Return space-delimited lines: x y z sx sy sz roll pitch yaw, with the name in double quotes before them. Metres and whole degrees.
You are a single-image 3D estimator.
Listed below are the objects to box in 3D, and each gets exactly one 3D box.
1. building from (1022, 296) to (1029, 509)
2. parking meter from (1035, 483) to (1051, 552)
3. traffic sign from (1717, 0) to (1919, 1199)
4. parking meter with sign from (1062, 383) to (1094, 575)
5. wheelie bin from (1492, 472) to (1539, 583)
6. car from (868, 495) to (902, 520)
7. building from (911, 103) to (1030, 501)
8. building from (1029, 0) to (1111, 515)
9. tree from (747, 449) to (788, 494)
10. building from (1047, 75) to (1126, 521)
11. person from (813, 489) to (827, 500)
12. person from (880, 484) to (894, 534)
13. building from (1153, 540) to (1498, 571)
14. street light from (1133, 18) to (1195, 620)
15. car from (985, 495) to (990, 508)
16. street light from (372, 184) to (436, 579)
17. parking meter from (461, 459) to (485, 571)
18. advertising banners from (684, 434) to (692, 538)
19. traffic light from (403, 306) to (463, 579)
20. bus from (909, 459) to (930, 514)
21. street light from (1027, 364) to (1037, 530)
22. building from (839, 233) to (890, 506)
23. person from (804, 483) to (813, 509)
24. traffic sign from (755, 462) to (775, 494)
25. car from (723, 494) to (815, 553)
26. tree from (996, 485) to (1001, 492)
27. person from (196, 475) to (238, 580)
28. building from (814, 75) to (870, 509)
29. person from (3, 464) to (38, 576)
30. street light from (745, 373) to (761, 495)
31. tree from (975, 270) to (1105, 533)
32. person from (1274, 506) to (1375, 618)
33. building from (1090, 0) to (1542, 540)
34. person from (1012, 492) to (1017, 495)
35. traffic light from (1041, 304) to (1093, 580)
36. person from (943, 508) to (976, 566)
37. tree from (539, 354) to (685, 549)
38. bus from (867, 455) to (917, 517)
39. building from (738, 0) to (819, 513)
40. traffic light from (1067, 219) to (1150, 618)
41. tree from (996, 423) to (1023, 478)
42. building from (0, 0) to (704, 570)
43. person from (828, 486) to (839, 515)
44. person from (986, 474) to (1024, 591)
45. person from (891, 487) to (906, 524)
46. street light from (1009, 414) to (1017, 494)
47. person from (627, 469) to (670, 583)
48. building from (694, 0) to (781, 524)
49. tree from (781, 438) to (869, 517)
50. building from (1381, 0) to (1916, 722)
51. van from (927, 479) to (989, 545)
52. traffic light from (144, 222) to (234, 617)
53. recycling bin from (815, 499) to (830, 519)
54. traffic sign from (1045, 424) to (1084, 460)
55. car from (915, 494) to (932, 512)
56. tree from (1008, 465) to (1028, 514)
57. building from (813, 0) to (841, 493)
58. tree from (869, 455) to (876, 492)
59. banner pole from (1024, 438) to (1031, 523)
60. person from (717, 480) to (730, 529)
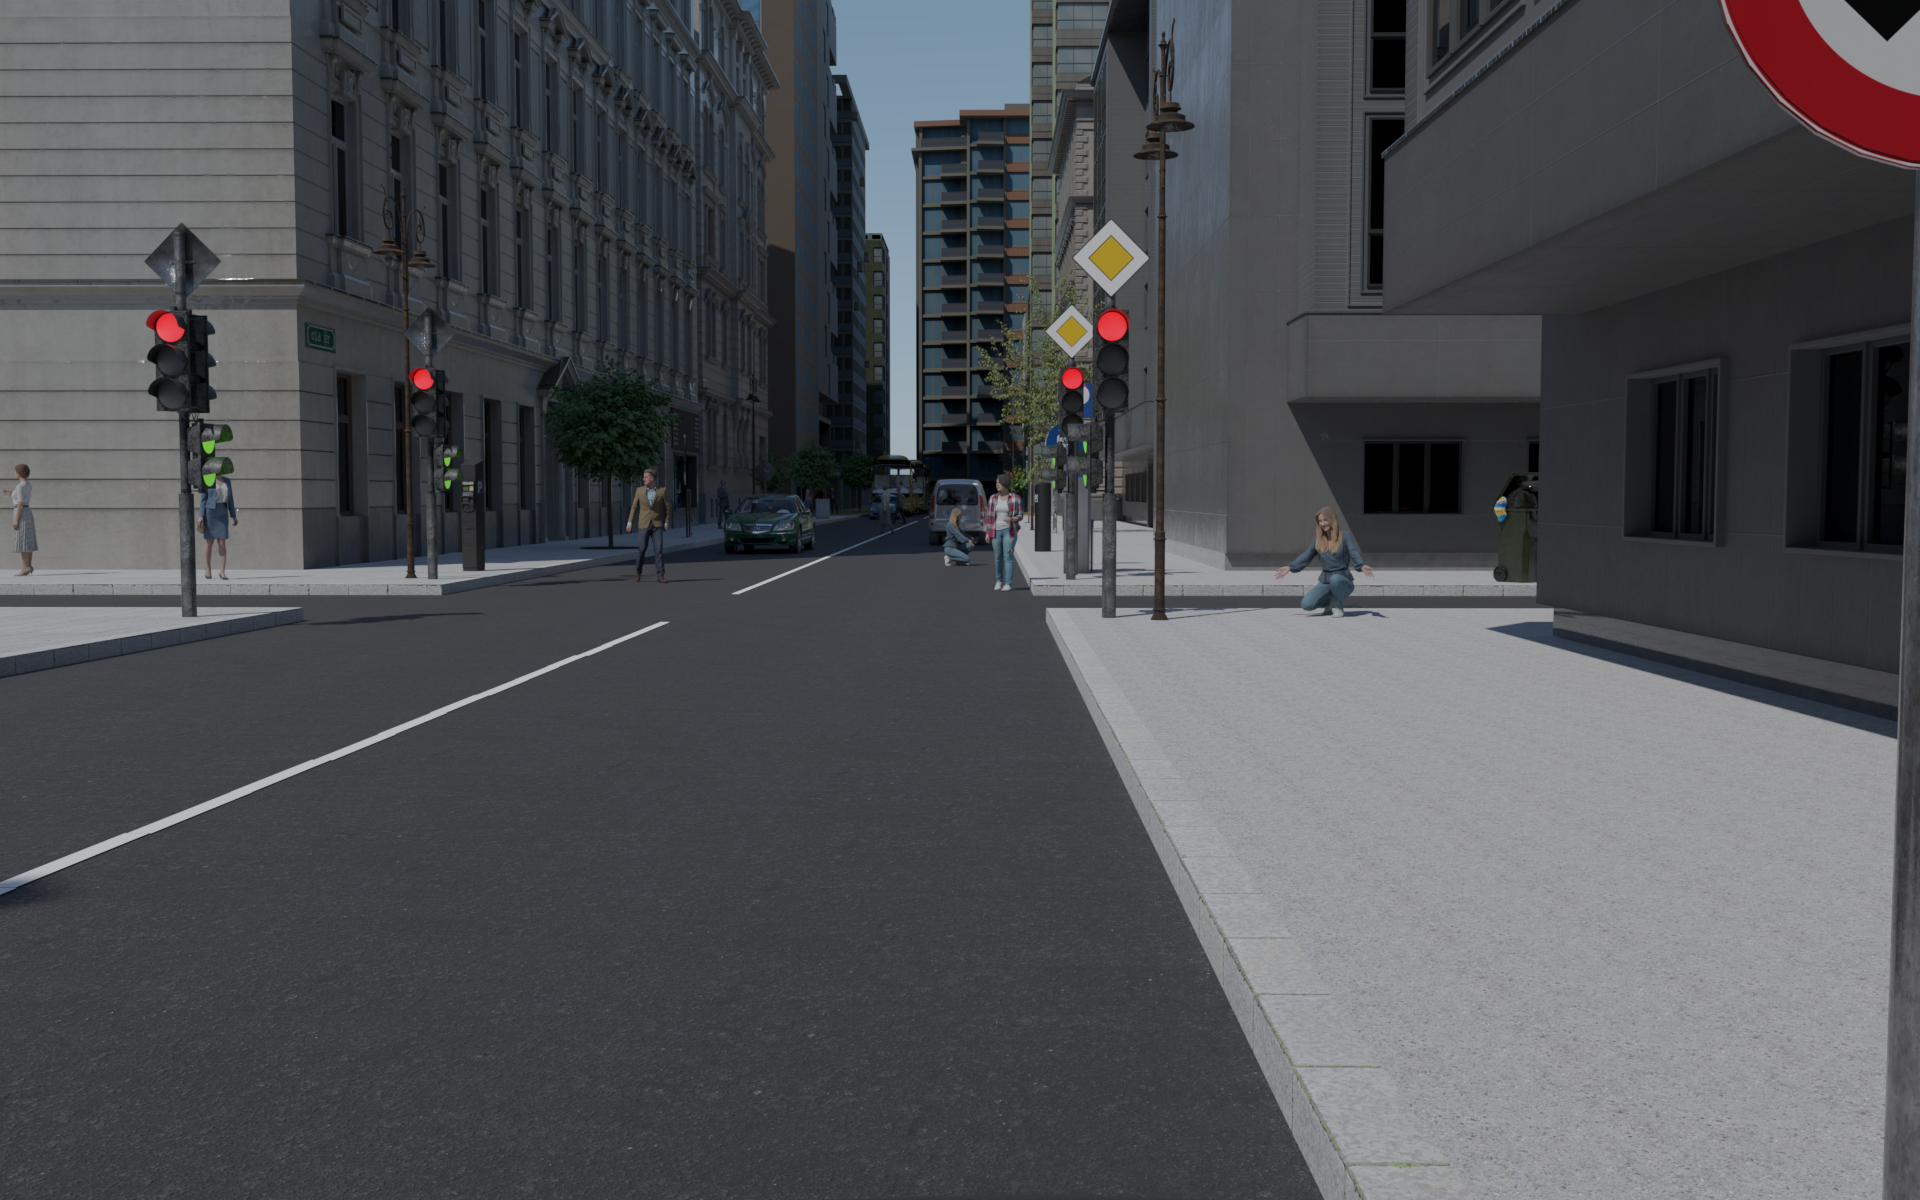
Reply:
"building" 19.913 -19.242 159.644 27.650 21.520 28.899 0 4 1
"parking meter" 1.847 -1.844 38.566 0.372 1.533 0.369 0 3 0
"traffic sign" 1.569 -0.164 2.790 0.768 2.556 0.104 0 4 6
"parking meter with sign" 1.932 -1.947 28.087 0.543 3.016 1.738 0 4 7
"wheelie bin" 8.247 -1.060 25.243 0.980 1.594 0.693 -2 4 -33
"car" -4.200 -5.276 98.271 2.014 1.417 4.499 0 4 0
"building" 7.570 -33.182 197.155 28.867 44.769 22.147 0 4 1
"building" 11.934 -26.903 123.465 14.154 41.232 14.086 0 4 1
"tree" -8.084 -4.866 74.160 1.663 3.219 1.824 0 3 0
"building" 10.415 -16.033 91.014 11.050 23.489 19.941 0 4 1
"person" -8.354 -5.976 103.707 0.705 1.831 1.348 -3 5 -41
"person" -2.632 -3.276 62.287 0.641 1.798 0.478 3 5 44
"building" 19.407 -13.104 33.312 30.058 24.678 14.314 0 4 1
"street light" 2.034 -2.734 17.485 0.468 5.910 1.993 0 4 1
"car" 1.388 -7.822 136.692 1.959 1.807 4.718 0 4 2
"street light" -8.362 -3.267 26.211 0.468 5.910 1.993 0 4 1
"parking meter" -8.116 -1.416 28.855 0.255 1.863 0.399 1 4 10
"advertising banners" -8.064 -3.367 51.232 0.090 3.025 2.074 0 4 -4
"traffic light" -7.920 -2.265 25.961 0.839 4.253 0.868 0 4 1
"bus" -3.636 -8.244 126.334 2.896 3.916 12.252 0 4 1
"street light" 2.553 -5.402 61.118 0.468 5.910 1.993 0 4 1
"building" -15.017 -25.790 193.367 14.107 30.474 14.160 0 4 1
"person" -7.548 -4.912 86.356 0.388 1.821 0.555 1 4 23
"traffic sign" -7.666 -4.154 68.032 0.768 2.556 0.104 0 4 4
"car" -4.727 -1.933 43.408 2.131 1.459 4.920 0 4 2
"tree" 4.423 -10.650 168.727 1.663 3.219 1.824 0 3 0
"person" -11.170 -1.221 26.031 0.581 1.822 0.654 -2 4 -30
"building" -20.622 -28.569 158.987 23.993 40.220 32.217 0 4 1
"person" -14.741 -1.253 27.099 0.524 1.755 0.480 -1 4 -11
"street light" -7.850 -5.693 65.869 0.468 5.910 1.993 0 4 1
"tree" 2.867 -6.487 56.423 4.737 8.622 4.395 0 3 0
"person" 3.901 -0.397 18.039 1.012 1.151 0.738 3 5 40
"building" 12.929 -15.102 65.986 14.314 24.678 30.058 0 4 1
"person" 4.450 -8.448 145.111 0.756 1.711 0.436 -2 4 -35
"traffic light" 1.641 -2.258 25.841 0.839 4.253 0.868 0 4 1
"person" 0.057 -1.264 34.666 0.738 1.151 1.012 1 4 16
"tree" -8.156 -3.488 40.738 4.285 4.588 4.351 0 3 0
"bus" -4.226 -7.375 112.123 2.896 3.916 12.252 0 3 0
"building" -16.442 -28.001 107.925 14.600 45.320 14.200 0 4 1
"traffic light" 1.527 -1.770 17.856 0.839 4.253 0.868 0 4 1
"tree" 5.443 -13.954 178.504 4.360 8.622 3.978 0 3 0
"building" -18.679 -16.726 49.879 17.030 29.872 44.131 0 4 1
"person" -7.817 -6.144 106.947 0.683 1.767 0.568 0 4 4
"person" 0.669 -0.999 25.666 0.563 1.720 0.643 1 4 21
"person" -2.990 -4.540 83.126 0.834 1.777 0.661 0 4 -2
"street light" 3.095 -7.819 100.623 0.468 5.910 1.993 0 4 1
"person" -5.046 -1.200 28.027 0.656 1.842 0.836 -3 5 -41
"building" -16.822 -18.123 83.695 14.401 28.519 23.554 0 4 1
"tree" -8.367 -7.046 98.916 4.285 4.588 4.351 0 3 0
"building" 10.511 -12.805 2.870 14.314 27.812 24.014 0 4 1
"van" 0.009 -2.639 50.159 2.013 2.044 4.112 0 4 3
"traffic light" -8.033 -1.777 17.976 0.839 4.253 0.868 0 4 1
"recycling bin" -7.188 -4.772 90.581 0.722 1.027 0.722 0 4 -6
"traffic sign" 1.900 -1.878 30.810 0.768 2.556 0.104 1 4 10
"car" -2.919 -8.020 140.915 2.009 1.686 4.222 0 4 1
"tree" 3.882 -7.220 112.644 1.663 3.219 1.824 0 3 0
"building" -23.419 -32.989 128.607 28.713 52.752 27.495 0 4 1
"tree" -7.055 -8.536 123.279 4.285 4.588 4.351 0 3 0
"banner pole" 3.004 -5.312 76.876 0.401 3.779 0.863 -1 4 -10
"person" -8.648 -3.525 63.854 0.590 1.801 0.661 1 4 22
